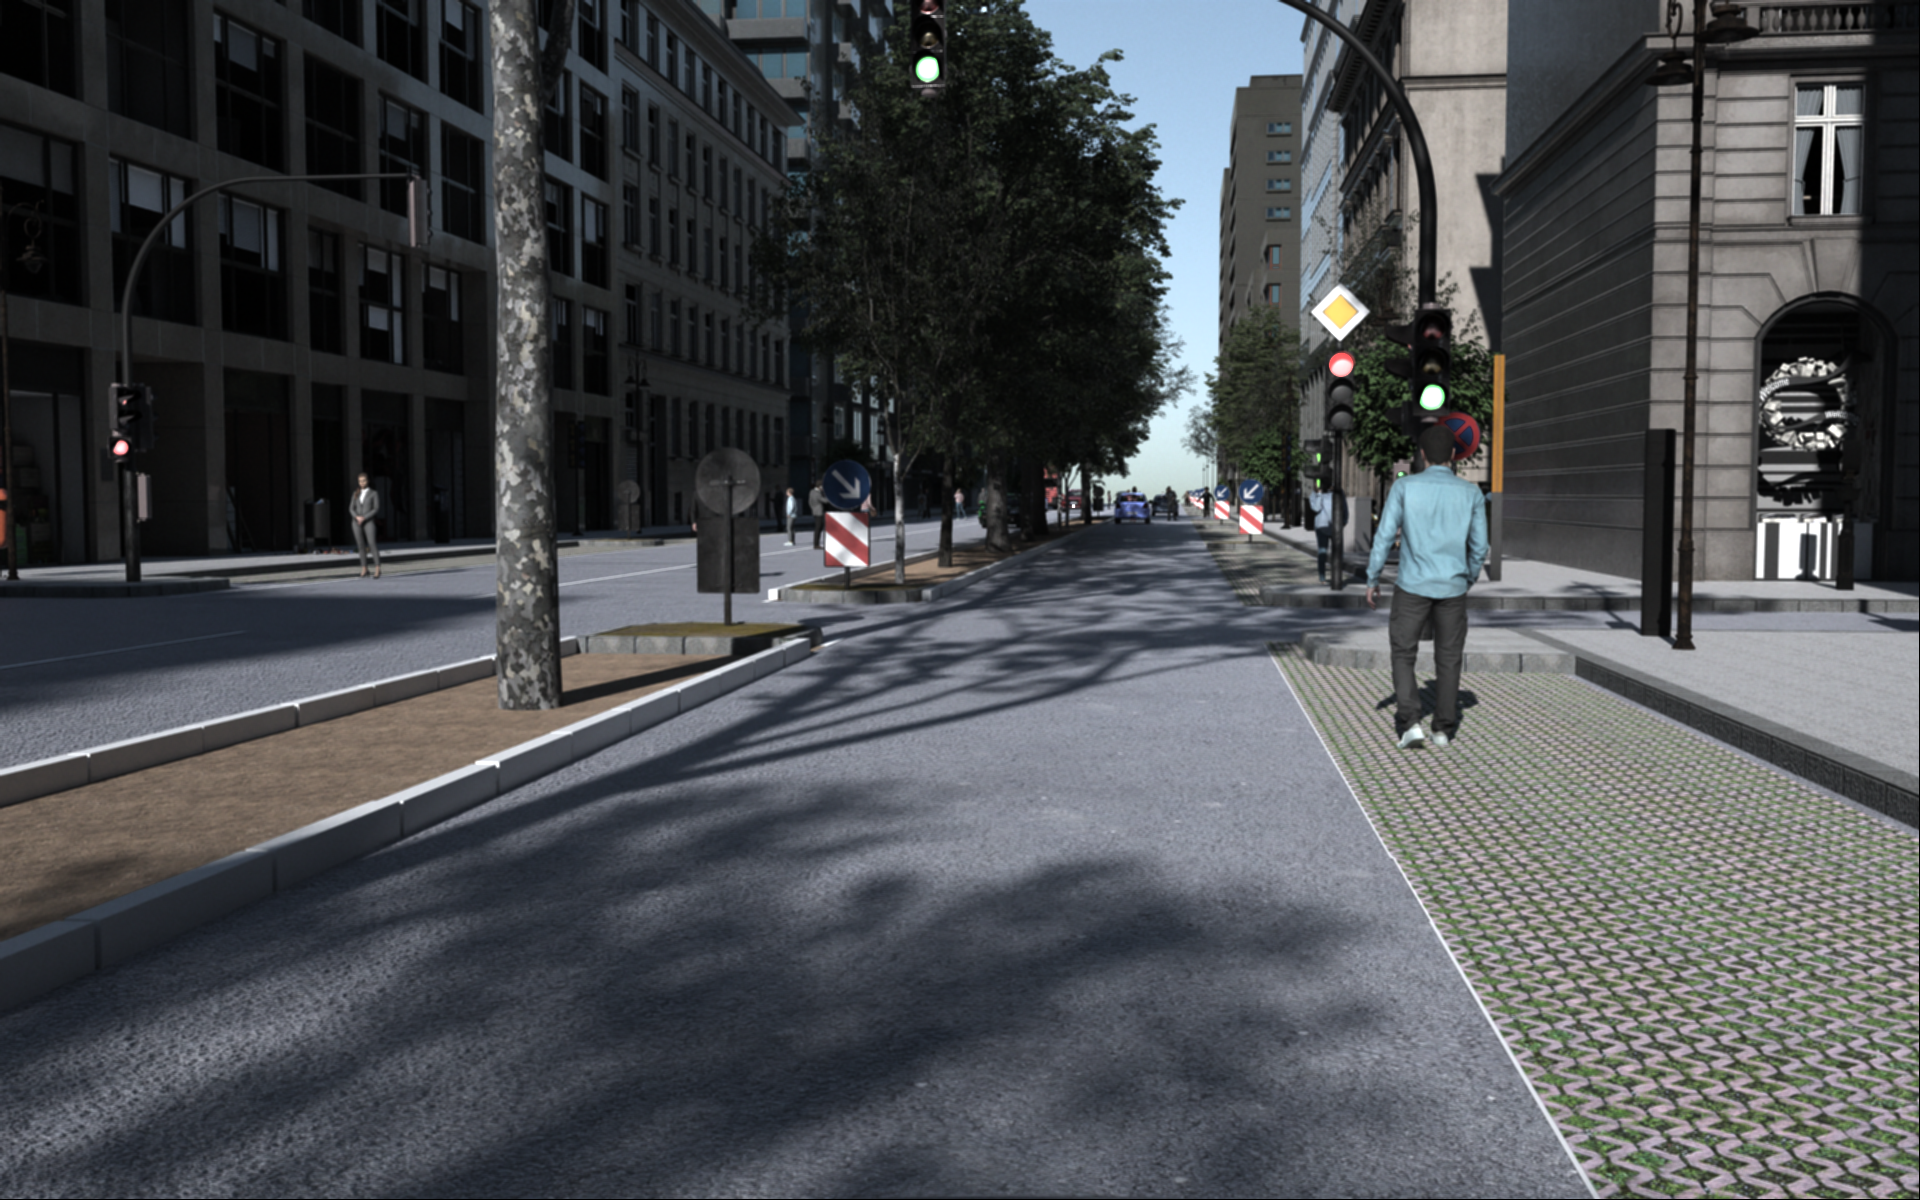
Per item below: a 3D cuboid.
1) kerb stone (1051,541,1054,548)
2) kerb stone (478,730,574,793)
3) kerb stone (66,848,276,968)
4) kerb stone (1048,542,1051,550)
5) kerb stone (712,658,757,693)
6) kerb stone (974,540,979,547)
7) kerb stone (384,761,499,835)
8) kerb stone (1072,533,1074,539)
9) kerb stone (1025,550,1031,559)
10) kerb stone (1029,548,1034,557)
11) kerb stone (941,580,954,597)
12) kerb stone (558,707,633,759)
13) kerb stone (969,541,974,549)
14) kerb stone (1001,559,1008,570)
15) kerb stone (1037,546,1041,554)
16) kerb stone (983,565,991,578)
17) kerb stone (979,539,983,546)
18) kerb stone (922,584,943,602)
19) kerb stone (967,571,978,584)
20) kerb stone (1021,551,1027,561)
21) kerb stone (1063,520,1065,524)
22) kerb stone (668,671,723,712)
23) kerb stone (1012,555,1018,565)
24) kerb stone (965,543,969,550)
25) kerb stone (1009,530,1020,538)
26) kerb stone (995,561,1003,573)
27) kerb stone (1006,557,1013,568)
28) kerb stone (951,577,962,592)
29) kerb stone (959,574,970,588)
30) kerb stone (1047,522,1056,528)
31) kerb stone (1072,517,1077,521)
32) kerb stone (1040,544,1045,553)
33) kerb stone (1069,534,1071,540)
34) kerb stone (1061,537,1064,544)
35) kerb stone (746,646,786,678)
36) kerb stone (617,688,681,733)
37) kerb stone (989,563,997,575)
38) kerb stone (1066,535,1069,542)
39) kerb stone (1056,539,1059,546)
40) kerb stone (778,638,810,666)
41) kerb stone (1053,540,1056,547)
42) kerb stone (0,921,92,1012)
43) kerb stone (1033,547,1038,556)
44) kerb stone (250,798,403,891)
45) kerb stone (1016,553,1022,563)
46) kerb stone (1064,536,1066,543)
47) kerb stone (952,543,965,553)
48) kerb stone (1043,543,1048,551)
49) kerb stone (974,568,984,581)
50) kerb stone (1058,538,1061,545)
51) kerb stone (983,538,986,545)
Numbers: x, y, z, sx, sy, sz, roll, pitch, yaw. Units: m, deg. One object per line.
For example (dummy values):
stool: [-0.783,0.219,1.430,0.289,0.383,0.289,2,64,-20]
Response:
kerb stone: [2.276,-1.390,44.922,0.120,0.150,1.000,0,4,7]
kerb stone: [-2.204,0.819,8.798,0.120,0.150,1.000,0,4,7]
kerb stone: [-2.590,1.008,5.732,0.120,0.150,1.000,0,4,7]
kerb stone: [2.136,-1.328,43.906,0.120,0.150,1.000,0,4,7]
kerb stone: [-1.708,0.571,12.861,0.120,0.150,1.000,0,4,7]
kerb stone: [0.315,-1.465,46.209,0.120,0.150,1.000,0,4,7]
kerb stone: [-2.331,0.888,7.767,0.120,0.150,1.000,0,4,7]
kerb stone: [3.407,-1.950,54.077,0.120,0.150,1.000,0,4,7]
kerb stone: [1.384,-0.953,37.792,0.120,0.150,1.000,0,4,7]
kerb stone: [1.509,-1.017,38.816,0.120,0.150,1.000,0,4,7]
kerb stone: [-0.248,-0.144,24.554,0.120,0.150,1.000,0,4,7]
kerb stone: [-2.084,0.757,9.817,0.120,0.150,1.000,0,4,7]
kerb stone: [0.190,-1.403,45.190,0.120,0.150,1.000,0,4,7]
kerb stone: [0.748,-0.642,32.685,0.120,0.150,1.000,0,4,7]
kerb stone: [1.764,-1.139,40.854,0.120,0.150,1.000,0,4,7]
kerb stone: [0.369,-0.455,29.636,0.120,0.150,1.000,0,4,7]
kerb stone: [0.438,-1.525,47.223,0.120,0.150,1.000,0,4,7]
kerb stone: [-0.385,-0.082,23.540,0.120,0.150,1.000,0,4,7]
kerb stone: [0.125,-0.330,27.597,0.120,0.150,1.000,0,4,7]
kerb stone: [1.260,-0.892,36.775,0.120,0.150,1.000,0,4,7]
kerb stone: [4.728,-3.642,81.818,0.120,0.150,1.000,0,4,7]
kerb stone: [-1.831,0.633,11.846,0.120,0.150,1.000,0,4,7]
kerb stone: [1.004,-0.765,34.733,0.120,0.150,1.000,0,4,7]
kerb stone: [0.056,-1.340,44.177,0.120,0.150,1.000,0,4,7]
kerb stone: [1.831,-2.217,58.438,0.120,0.150,1.000,0,4,7]
kerb stone: [0.629,-0.576,31.663,0.120,0.150,1.000,0,4,7]
kerb stone: [0.876,-0.704,33.707,0.120,0.150,1.000,0,4,7]
kerb stone: [-0.122,-0.206,25.568,0.120,0.150,1.000,0,4,7]
kerb stone: [-0.003,-0.265,26.583,0.120,0.150,1.000,0,4,7]
kerb stone: [3.975,-3.272,75.718,0.120,0.150,1.000,0,4,7]
kerb stone: [5.989,-4.269,91.992,0.120,0.150,1.000,0,4,7]
kerb stone: [1.885,-1.195,41.870,0.120,0.150,1.000,0,4,7]
kerb stone: [3.157,-1.825,52.034,0.120,0.150,1.000,0,4,7]
kerb stone: [2.782,-1.639,48.986,0.120,0.150,1.000,0,4,7]
kerb stone: [-1.583,0.508,13.885,0.120,0.150,1.000,0,4,7]
kerb stone: [-1.961,0.695,10.832,0.120,0.150,1.000,0,4,7]
kerb stone: [0.507,-0.517,30.648,0.120,0.150,1.000,0,4,7]
kerb stone: [3.037,-1.763,51.019,0.120,0.150,1.000,0,4,7]
kerb stone: [2.523,-1.515,46.959,0.120,0.150,1.000,0,4,7]
kerb stone: [-1.451,0.446,14.902,0.120,0.150,1.000,0,4,7]
kerb stone: [2.389,-1.452,45.938,0.120,0.150,1.000,0,4,7]
kerb stone: [-2.722,1.071,4.718,0.120,0.150,1.000,0,4,7]
kerb stone: [1.635,-1.079,39.839,0.120,0.150,1.000,0,4,7]
kerb stone: [-2.460,0.945,6.748,0.120,0.150,1.000,0,4,7]
kerb stone: [1.133,-0.824,35.752,0.120,0.150,1.000,0,4,7]
kerb stone: [2.904,-1.701,50.003,0.120,0.150,1.000,0,4,7]
kerb stone: [-0.066,-1.279,43.152,0.120,0.150,1.000,0,4,7]
kerb stone: [2.015,-1.266,42.889,0.120,0.150,1.000,0,4,7]
kerb stone: [0.241,-0.392,28.612,0.120,0.150,1.000,0,4,7]
kerb stone: [2.648,-1.577,47.973,0.120,0.150,1.000,0,4,7]
kerb stone: [0.567,-1.593,48.242,0.120,0.150,1.000,0,4,7]
